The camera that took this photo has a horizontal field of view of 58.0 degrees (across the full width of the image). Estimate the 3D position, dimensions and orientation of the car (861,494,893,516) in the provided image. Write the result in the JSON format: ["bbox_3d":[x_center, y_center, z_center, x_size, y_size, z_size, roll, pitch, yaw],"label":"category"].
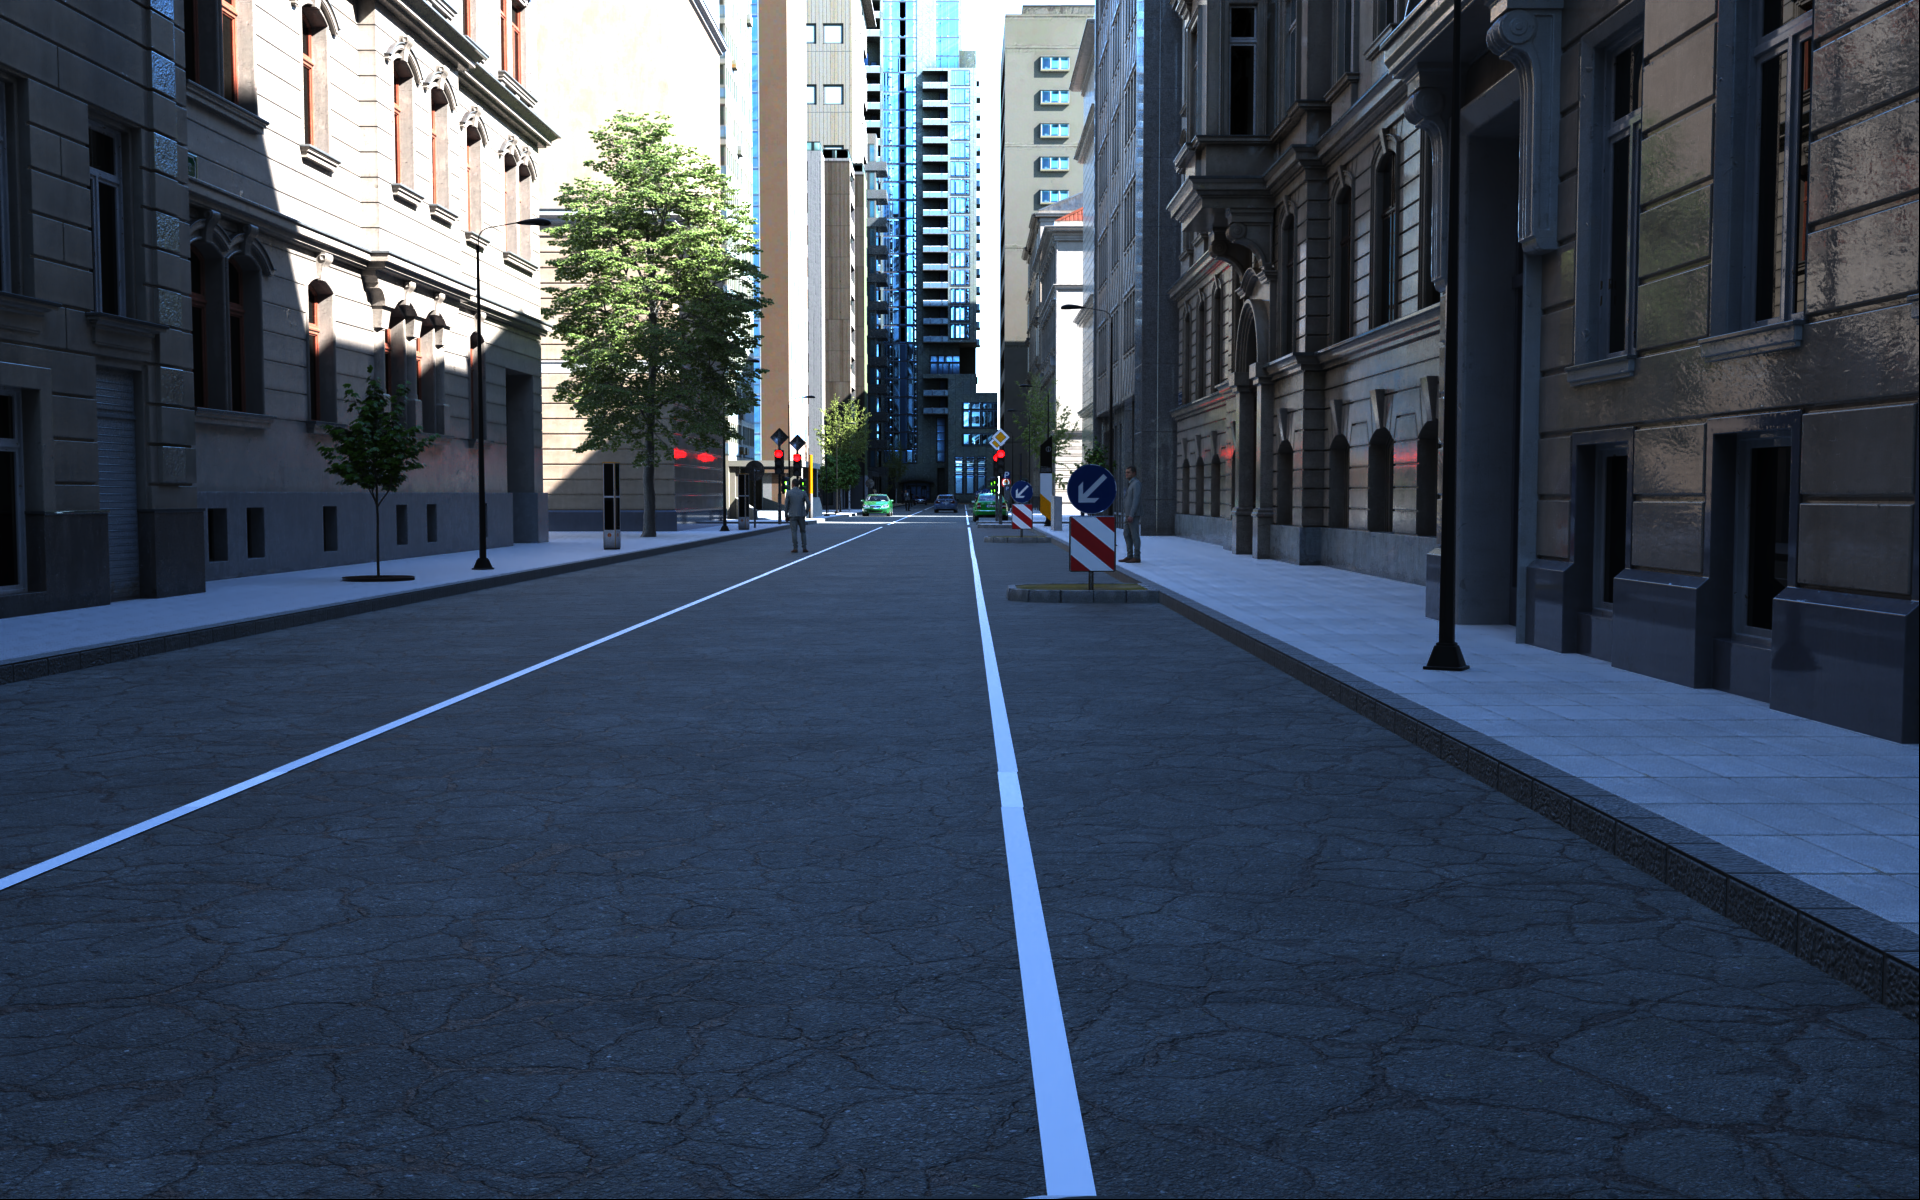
[{"bbox_3d":[-5.374,-6.191,113.023,2.131,1.459,4.920,0,4,0],"label":"car"}]

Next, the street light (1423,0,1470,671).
[{"bbox_3d":[3.029,-2.447,12.544,1.470,5.913,1.316,0,3,0],"label":"street light"}]

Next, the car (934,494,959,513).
[{"bbox_3d":[-1.080,-7.459,133.959,2.014,1.417,4.499,0,4,1],"label":"car"}]

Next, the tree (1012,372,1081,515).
[{"bbox_3d":[5.035,-9.379,103.715,4.737,8.622,4.395,0,3,0],"label":"tree"}]

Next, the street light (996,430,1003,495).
[{"bbox_3d":[3.262,-9.335,125.173,1.470,5.913,1.316,0,3,0],"label":"street light"}]

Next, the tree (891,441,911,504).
[{"bbox_3d":[-8.651,-17.385,234.614,4.737,8.622,4.395,0,3,0],"label":"tree"}]

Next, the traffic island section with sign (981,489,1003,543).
[{"bbox_3d":[1.718,-2.638,51.767,1.989,1.847,2.006,0,3,0],"label":"traffic island section with sign"}]

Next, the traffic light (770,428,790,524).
[{"bbox_3d":[-7.654,-5.181,73.624,0.839,4.253,0.868,0,3,0],"label":"traffic light"}]

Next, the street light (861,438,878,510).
[{"bbox_3d":[-7.419,-10.415,142.834,1.470,5.913,1.316,0,3,0],"label":"street light"}]

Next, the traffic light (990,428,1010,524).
[{"bbox_3d":[1.708,-5.180,73.621,0.839,4.253,0.868,0,3,0],"label":"traffic light"}]

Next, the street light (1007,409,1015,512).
[{"bbox_3d":[3.273,-7.499,95.157,1.470,5.913,1.316,0,3,0],"label":"street light"}]

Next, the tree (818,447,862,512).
[{"bbox_3d":[-8.438,-8.455,121.958,4.285,4.588,4.351,0,3,0],"label":"tree"}]

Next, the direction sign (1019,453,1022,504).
[{"bbox_3d":[3.378,-6.410,96.806,0.379,3.537,0.876,0,4,-4],"label":"direction sign"}]

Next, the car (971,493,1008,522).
[{"bbox_3d":[1.580,-5.035,91.115,1.959,1.807,4.718,0,4,-1],"label":"car"}]

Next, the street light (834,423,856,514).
[{"bbox_3d":[-7.461,-8.559,112.473,1.470,5.913,1.316,0,3,0],"label":"street light"}]

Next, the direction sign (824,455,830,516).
[{"bbox_3d":[-7.795,-6.675,101.141,0.379,3.537,0.876,0,4,-7],"label":"direction sign"}]

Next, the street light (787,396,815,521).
[{"bbox_3d":[-7.526,-6.682,81.798,1.470,5.913,1.316,0,3,0],"label":"street light"}]

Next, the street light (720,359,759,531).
[{"bbox_3d":[-7.598,-5.333,59.733,1.470,5.913,1.316,0,3,0],"label":"street light"}]

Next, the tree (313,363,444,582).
[{"bbox_3d":[-8.749,-1.909,25.817,1.663,3.219,1.824,0,3,0],"label":"tree"}]

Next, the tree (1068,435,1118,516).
[{"bbox_3d":[4.364,-3.811,56.915,1.663,3.219,1.824,0,3,0],"label":"tree"}]

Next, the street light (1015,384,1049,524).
[{"bbox_3d":[3.200,-6.173,73.470,1.470,5.913,1.316,0,3,0],"label":"street light"}]

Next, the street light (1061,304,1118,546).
[{"bbox_3d":[3.170,-4.282,42.559,1.470,5.913,1.316,0,3,0],"label":"street light"}]

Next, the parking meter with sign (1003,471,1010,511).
[{"bbox_3d":[3.577,-8.318,132.259,0.543,3.016,1.738,0,4,0],"label":"parking meter with sign"}]

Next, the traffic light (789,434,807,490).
[{"bbox_3d":[-7.637,-5.669,81.609,0.839,4.253,0.868,0,3,0],"label":"traffic light"}]

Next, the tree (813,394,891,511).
[{"bbox_3d":[-8.754,-11.230,133.967,4.737,8.622,4.395,0,3,0],"label":"tree"}]

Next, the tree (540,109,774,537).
[{"bbox_3d":[-9.163,-8.187,51.993,7.486,12.596,7.792,0,3,0],"label":"tree"}]

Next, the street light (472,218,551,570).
[{"bbox_3d":[-7.580,-3.472,29.302,1.470,5.913,1.316,0,3,0],"label":"street light"}]

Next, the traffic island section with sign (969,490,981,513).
[{"bbox_3d":[1.876,-7.666,133.960,1.989,1.847,2.006,0,3,0],"label":"traffic island section with sign"}]

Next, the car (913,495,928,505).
[{"bbox_3d":[-5.121,-12.905,223.580,1.945,1.354,3.894,0,4,-1],"label":"car"}]

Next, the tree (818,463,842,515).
[{"bbox_3d":[-8.078,-6.907,107.528,1.663,3.219,1.824,0,3,0],"label":"tree"}]

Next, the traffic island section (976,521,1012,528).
[{"bbox_3d":[1.764,-3.635,81.720,2.009,0.180,2.903,0,3,0],"label":"traffic island section"}]

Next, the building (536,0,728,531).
[{"bbox_3d":[-19.445,-17.083,65.208,20.117,28.700,13.634,0,3,0],"label":"building"}]

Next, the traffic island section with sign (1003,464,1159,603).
[{"bbox_3d":[1.647,-0.926,23.773,1.989,1.847,2.006,0,3,0],"label":"traffic island section with sign"}]

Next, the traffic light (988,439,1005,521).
[{"bbox_3d":[1.724,-5.669,81.606,0.839,4.253,0.868,0,3,0],"label":"traffic light"}]
